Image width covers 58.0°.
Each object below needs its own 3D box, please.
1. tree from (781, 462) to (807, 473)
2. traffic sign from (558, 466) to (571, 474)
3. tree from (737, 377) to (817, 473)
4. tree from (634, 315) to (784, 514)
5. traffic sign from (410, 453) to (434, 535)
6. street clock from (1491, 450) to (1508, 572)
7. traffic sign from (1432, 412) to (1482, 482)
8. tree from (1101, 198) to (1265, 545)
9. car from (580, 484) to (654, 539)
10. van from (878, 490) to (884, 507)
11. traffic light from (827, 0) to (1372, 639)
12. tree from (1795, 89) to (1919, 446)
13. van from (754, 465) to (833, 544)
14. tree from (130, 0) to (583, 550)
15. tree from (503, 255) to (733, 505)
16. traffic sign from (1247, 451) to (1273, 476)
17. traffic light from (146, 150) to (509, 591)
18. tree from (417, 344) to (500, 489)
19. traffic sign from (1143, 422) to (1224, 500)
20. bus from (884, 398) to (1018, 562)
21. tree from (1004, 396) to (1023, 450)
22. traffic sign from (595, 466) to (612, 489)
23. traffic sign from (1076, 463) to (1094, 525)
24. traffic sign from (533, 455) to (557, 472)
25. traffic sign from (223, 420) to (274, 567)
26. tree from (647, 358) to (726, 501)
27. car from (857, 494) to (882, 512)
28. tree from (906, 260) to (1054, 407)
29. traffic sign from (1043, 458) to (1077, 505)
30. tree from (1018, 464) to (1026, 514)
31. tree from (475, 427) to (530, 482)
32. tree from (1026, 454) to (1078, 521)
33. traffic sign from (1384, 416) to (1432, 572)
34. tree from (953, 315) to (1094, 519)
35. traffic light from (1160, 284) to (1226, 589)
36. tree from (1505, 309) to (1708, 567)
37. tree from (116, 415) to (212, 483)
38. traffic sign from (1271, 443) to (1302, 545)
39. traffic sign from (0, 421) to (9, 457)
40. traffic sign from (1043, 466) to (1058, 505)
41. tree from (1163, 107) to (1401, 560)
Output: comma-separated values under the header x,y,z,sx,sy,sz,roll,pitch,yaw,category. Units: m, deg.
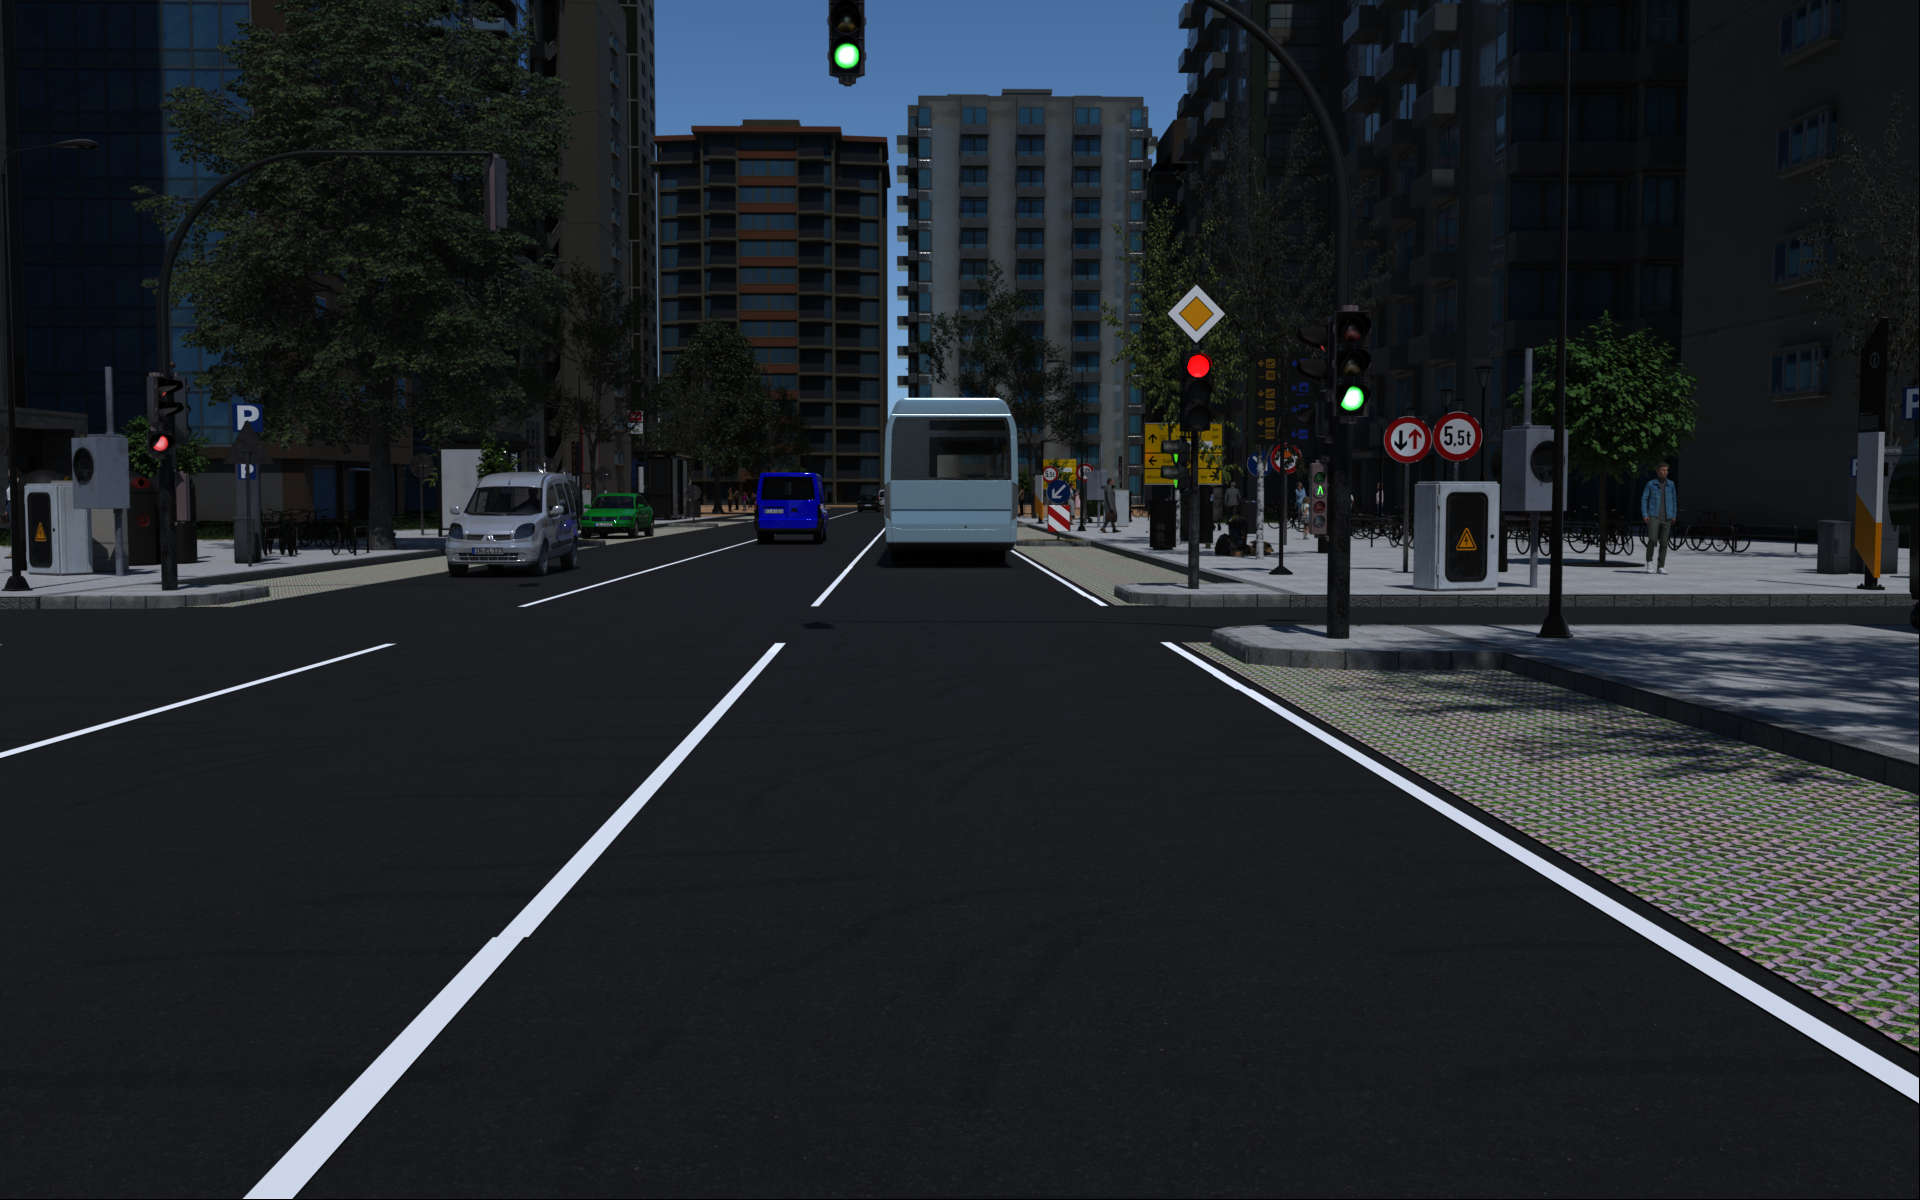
x,y,z,sx,sy,sz,roll,pitch,yaw,category
-16.656,-11.684,174.750,4.285,4.588,4.351,0,3,0,tree
-18.834,-5.059,82.453,0.795,2.593,0.064,0,4,6,traffic sign
-15.570,-12.471,138.317,8.767,10.594,7.601,1,4,9,tree
-15.615,-11.854,110.828,9.611,12.733,9.660,0,3,0,tree
-16.695,-3.280,53.730,0.768,2.556,0.104,0,4,7,traffic sign
8.900,-1.462,28.469,0.358,2.002,0.471,2,4,34,street clock
7.679,-1.635,26.835,0.768,2.556,0.104,0,4,1,traffic sign
5.477,-5.674,43.128,4.737,8.622,4.395,0,3,0,tree
-11.193,-2.929,56.687,1.959,1.807,4.718,0,3,0,car
-7.100,-9.706,165.705,2.013,2.044,4.112,0,4,-2,van
1.252,-2.476,15.146,4.771,5.953,1.251,0,4,-1,traffic light
17.684,-5.026,32.533,4.360,8.622,3.978,0,3,0,tree
-4.946,-2.868,51.274,2.240,2.365,5.245,0,4,-2,van
-13.405,-8.117,39.362,9.857,13.997,8.962,0,3,0,tree
-14.827,-8.209,68.627,8.767,10.594,7.601,2,4,35,tree
8.784,-3.098,50.760,0.768,2.556,0.104,0,4,1,traffic sign
-8.427,-2.959,23.053,4.771,5.953,1.251,0,4,-1,traffic light
-23.255,-7.904,79.588,4.737,8.622,4.395,0,3,0,tree
6.325,-3.378,49.107,2.265,3.308,0.079,0,4,5,traffic sign
-0.320,-2.744,39.731,2.948,3.499,13.247,0,4,-1,bus
2.839,-10.974,129.781,4.360,8.622,3.978,0,3,0,tree
-16.400,-4.866,79.669,0.768,2.556,0.104,0,4,6,traffic sign
5.147,-4.359,71.368,0.768,2.556,0.104,0,4,8,traffic sign
-13.978,-3.582,58.299,0.795,2.593,0.064,0,4,-1,traffic sign
-12.561,-1.869,30.570,0.884,2.594,0.081,0,4,-1,traffic sign
-14.786,-8.734,93.157,4.360,8.622,3.978,0,3,0,tree
-7.193,-7.792,137.179,2.009,1.686,4.222,0,4,0,car
1.820,-17.545,142.755,12.611,20.169,13.585,0,3,0,tree
5.544,-6.423,98.889,2.265,3.308,0.079,0,4,1,traffic sign
4.207,-7.095,110.608,1.663,3.219,1.824,0,3,0,tree
-13.531,-3.385,49.952,1.663,3.219,1.824,0,3,0,tree
4.473,-5.317,81.540,1.663,3.219,1.824,0,3,0,tree
7.324,-1.730,28.397,0.768,2.556,0.104,0,4,8,traffic sign
3.597,-9.568,90.852,7.601,10.594,8.767,1,4,22,tree
3.141,-2.104,23.323,0.839,4.253,0.868,0,4,-1,traffic light
11.503,-2.889,30.950,4.285,4.588,4.351,0,3,0,tree
-29.009,-4.836,62.776,4.285,4.588,4.351,0,3,0,tree
8.152,-2.645,43.348,0.768,2.556,0.104,0,4,7,traffic sign
-15.551,-1.683,27.624,0.768,2.556,0.104,0,4,1,traffic sign
4.021,-4.734,77.503,0.768,2.556,0.104,0,4,3,traffic sign
6.106,-5.095,33.662,4.360,8.622,3.978,0,3,0,tree
